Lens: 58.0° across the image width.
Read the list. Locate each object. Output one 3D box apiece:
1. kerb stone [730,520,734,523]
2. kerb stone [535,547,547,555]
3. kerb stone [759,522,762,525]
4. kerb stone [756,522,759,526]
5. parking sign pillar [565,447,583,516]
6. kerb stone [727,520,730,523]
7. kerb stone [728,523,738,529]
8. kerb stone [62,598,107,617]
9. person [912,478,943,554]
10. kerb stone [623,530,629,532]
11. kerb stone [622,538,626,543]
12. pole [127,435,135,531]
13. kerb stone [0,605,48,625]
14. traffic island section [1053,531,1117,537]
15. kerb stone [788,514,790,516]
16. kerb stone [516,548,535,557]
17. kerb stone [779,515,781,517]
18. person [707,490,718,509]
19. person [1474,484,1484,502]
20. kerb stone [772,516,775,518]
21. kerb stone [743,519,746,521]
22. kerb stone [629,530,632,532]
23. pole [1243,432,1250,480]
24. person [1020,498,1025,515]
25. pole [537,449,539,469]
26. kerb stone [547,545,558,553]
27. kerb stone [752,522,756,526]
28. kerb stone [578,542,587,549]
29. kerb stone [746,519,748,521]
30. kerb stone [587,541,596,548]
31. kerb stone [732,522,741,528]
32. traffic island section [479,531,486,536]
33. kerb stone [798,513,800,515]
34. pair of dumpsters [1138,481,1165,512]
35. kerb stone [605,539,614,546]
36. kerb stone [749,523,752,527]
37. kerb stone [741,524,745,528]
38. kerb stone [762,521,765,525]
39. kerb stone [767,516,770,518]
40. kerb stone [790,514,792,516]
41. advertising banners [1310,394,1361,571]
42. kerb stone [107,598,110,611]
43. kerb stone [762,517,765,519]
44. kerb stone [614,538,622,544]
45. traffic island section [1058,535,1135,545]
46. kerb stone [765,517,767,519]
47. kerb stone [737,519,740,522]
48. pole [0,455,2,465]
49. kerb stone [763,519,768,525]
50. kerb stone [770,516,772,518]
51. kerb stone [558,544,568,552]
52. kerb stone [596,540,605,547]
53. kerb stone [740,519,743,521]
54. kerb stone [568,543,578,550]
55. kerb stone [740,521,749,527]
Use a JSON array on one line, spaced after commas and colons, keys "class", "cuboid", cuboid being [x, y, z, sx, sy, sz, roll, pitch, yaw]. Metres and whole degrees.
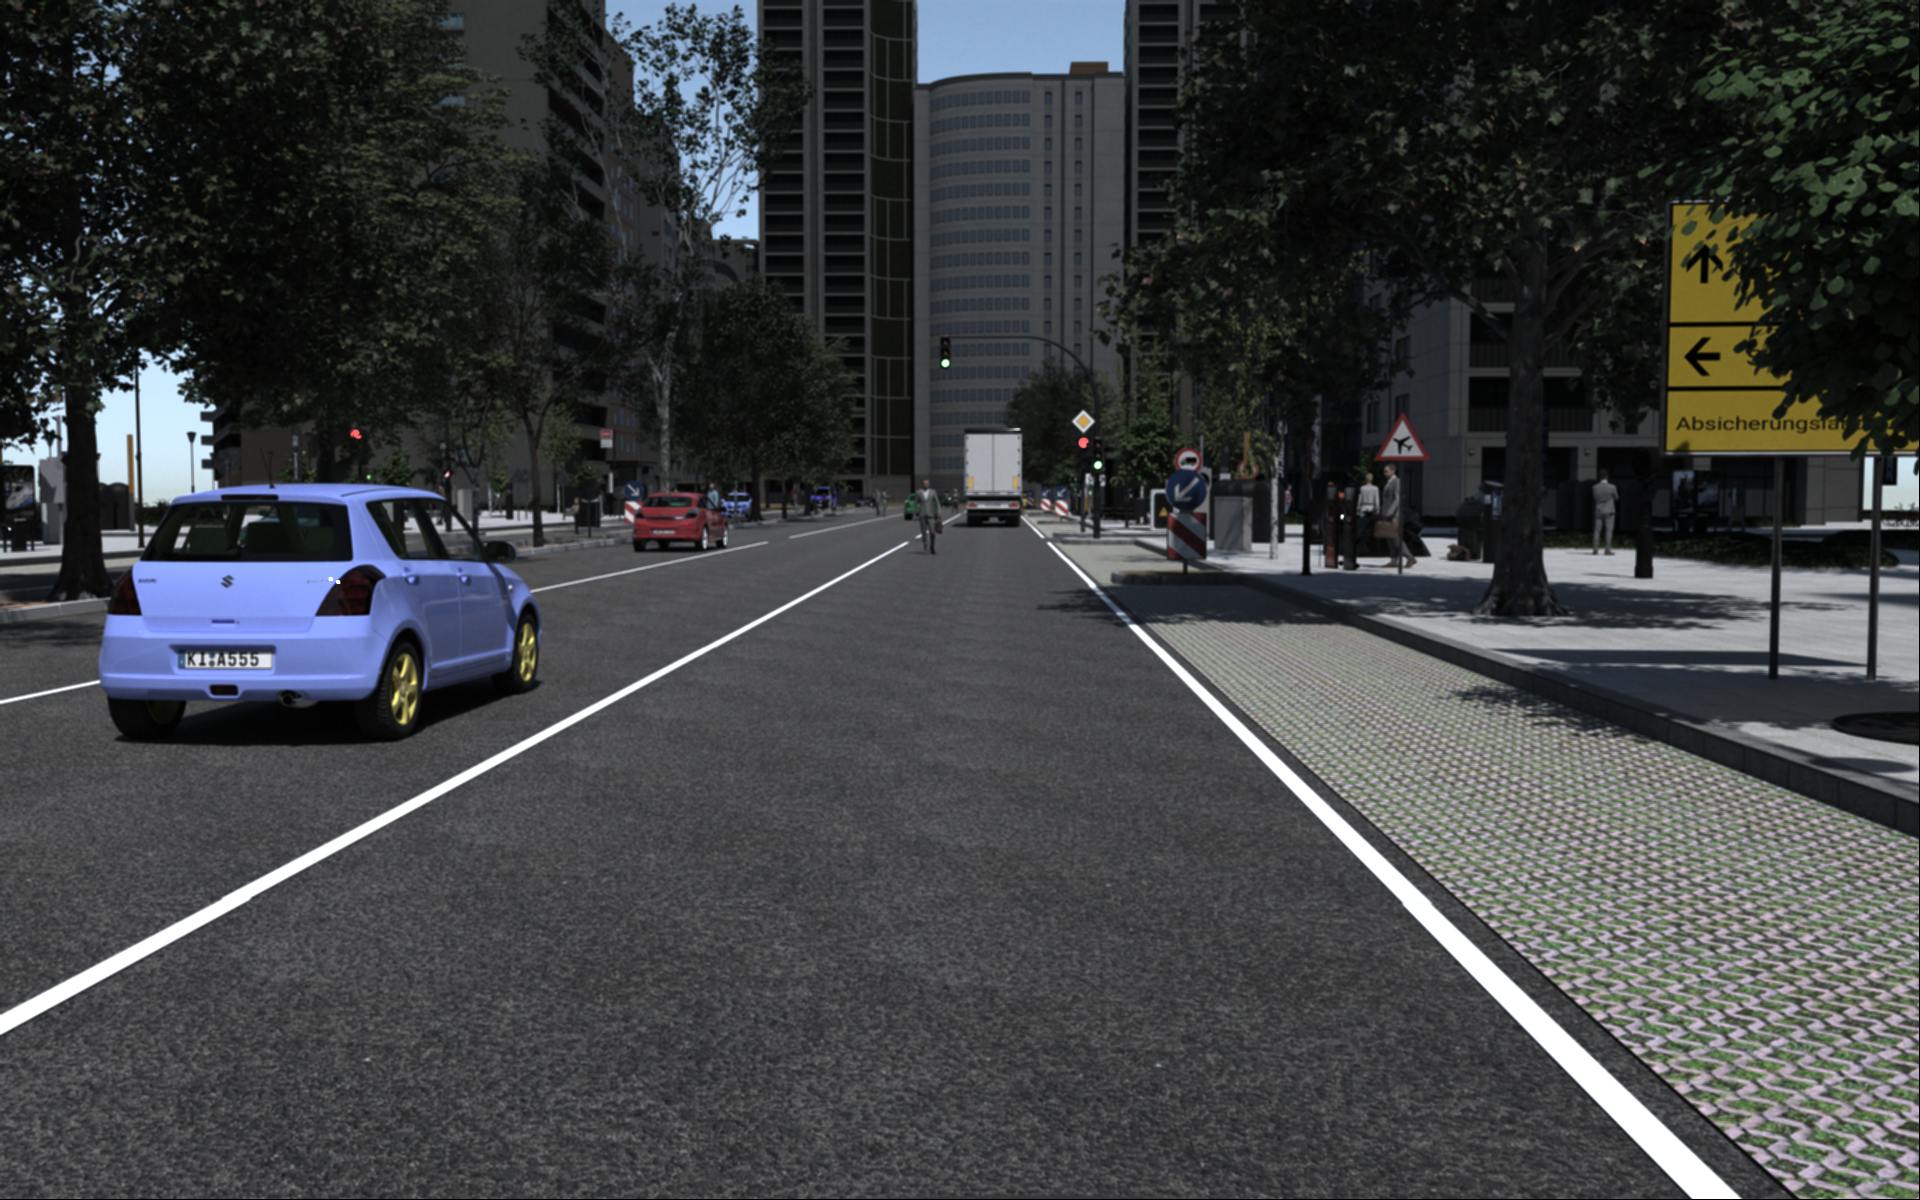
[{"class": "kerb stone", "cuboid": [-11.215, -3.822, 84.827, 0.120, 0.150, 1.000, 0, 4, 1]}, {"class": "kerb stone", "cuboid": [-10.077, -1.161, 41.212, 0.120, 0.150, 1.000, 0, 4, 1]}, {"class": "kerb stone", "cuboid": [-9.245, -3.451, 78.625, 0.120, 0.150, 1.000, 0, 4, 1]}, {"class": "kerb stone", "cuboid": [-9.263, -3.385, 77.602, 0.120, 0.150, 1.000, 0, 4, 1]}, {"class": "parking sign pillar", "cuboid": [-22.302, -6.855, 100.551, 1.447, 3.967, 1.447, 2, 4, 32]}, {"class": "kerb stone", "cuboid": [-11.255, -3.706, 82.782, 0.120, 0.150, 1.000, 0, 4, 1]}, {"class": "kerb stone", "cuboid": [-9.403, -3.009, 71.446, 0.120, 0.150, 1.000, 0, 4, 1]}, {"class": "kerb stone", "cuboid": [-10.543, 0.091, 20.702, 0.120, 0.150, 1.000, 0, 4, 1]}, {"class": "person", "cuboid": [-0.773, -1.997, 41.269, 0.709, 1.813, 0.853, 0, 4, -4]}, {"class": "kerb stone", "cuboid": [-11.754, -2.325, 60.212, 0.120, 0.150, 1.000, 0, 4, 1]}, {"class": "kerb stone", "cuboid": [-9.878, -1.727, 50.426, 0.120, 0.150, 1.000, 0, 4, 1]}, {"class": "pole", "cuboid": [-28.448, -4.012, 59.438, 0.158, 3.312, 0.155, 0, 3, 0]}, {"class": "kerb stone", "cuboid": [-10.564, 0.162, 19.680, 0.120, 0.150, 1.000, 0, 4, 1]}, {"class": "traffic island section", "cuboid": [4.122, -2.171, 57.778, 2.009, 0.180, 2.903, 0, 4, 1]}, {"class": "kerb stone", "cuboid": [-10.728, -5.148, 106.371, 0.120, 0.150, 1.000, 0, 4, 1]}, {"class": "kerb stone", "cuboid": [-10.109, -1.095, 40.186, 0.120, 0.150, 1.000, 0, 4, 1]}, {"class": "kerb stone", "cuboid": [-10.821, -4.897, 102.270, 0.120, 0.150, 1.000, 0, 4, 1]}, {"class": "person", "cuboid": [-14.029, -5.304, 95.444, 1.509, 1.804, 0.699, 2, 4, 28]}, {"class": "person", "cuboid": [16.581, -2.828, 55.227, 0.515, 1.767, 0.782, -1, 4, -10]}, {"class": "kerb stone", "cuboid": [-10.889, -4.709, 99.187, 0.120, 0.150, 1.000, 0, 4, 1]}, {"class": "kerb stone", "cuboid": [-11.136, -4.019, 87.912, 0.120, 0.150, 1.000, 0, 4, 1]}, {"class": "kerb stone", "cuboid": [-11.738, -2.388, 61.239, 0.120, 0.150, 1.000, 0, 4, 1]}, {"class": "pole", "cuboid": [9.409, -3.856, 56.881, 0.158, 3.312, 0.155, 0, 3, 0]}, {"class": "person", "cuboid": [2.899, -4.805, 87.546, 0.782, 1.767, 0.515, -1, 4, -18]}, {"class": "pole", "cuboid": [-18.651, -5.040, 76.251, 0.158, 3.312, 0.155, 0, 3, 0]}, {"class": "kerb stone", "cuboid": [-10.057, -1.225, 42.234, 0.120, 0.150, 1.000, 0, 4, 1]}, {"class": "kerb stone", "cuboid": [-9.283, -3.316, 76.580, 0.120, 0.150, 1.000, 0, 4, 1]}, {"class": "kerb stone", "cuboid": [-9.996, -1.414, 45.310, 0.120, 0.150, 1.000, 0, 4, 1]}, {"class": "kerb stone", "cuboid": [-11.117, -4.082, 88.934, 0.120, 0.150, 1.000, 0, 4, 1]}, {"class": "kerb stone", "cuboid": [-9.970, -1.477, 46.339, 0.120, 0.150, 1.000, 0, 4, 1]}, {"class": "kerb stone", "cuboid": [-9.383, -3.075, 72.472, 0.120, 0.150, 1.000, 0, 4, 1]}, {"class": "traffic island section", "cuboid": [-17.214, -2.200, 58.257, 2.009, 0.180, 2.903, 0, 4, 1]}, {"class": "kerb stone", "cuboid": [-10.611, -5.459, 111.502, 0.120, 0.150, 1.000, 0, 4, 1]}, {"class": "pair of dumpsters", "cuboid": [9.874, -5.403, 90.832, 1.574, 2.255, 4.437, 0, 4, 1]}, {"class": "kerb stone", "cuboid": [-9.922, -1.601, 48.382, 0.120, 0.150, 1.000, 0, 4, 1]}, {"class": "kerb stone", "cuboid": [-9.321, -3.263, 75.550, 0.120, 0.150, 1.000, 0, 4, 1]}, {"class": "kerb stone", "cuboid": [-9.361, -3.138, 73.494, 0.120, 0.150, 1.000, 0, 4, 1]}, {"class": "kerb stone", "cuboid": [-9.222, -3.510, 79.650, 0.120, 0.150, 1.000, 0, 4, 1]}, {"class": "kerb stone", "cuboid": [-10.928, -4.584, 97.142, 0.120, 0.150, 1.000, 0, 4, 1]}, {"class": "kerb stone", "cuboid": [-10.699, -5.211, 107.400, 0.120, 0.150, 1.000, 0, 4, 1]}, {"class": "advertising banners", "cuboid": [6.437, -2.061, 29.882, 0.090, 3.025, 2.074, -1, 4, -12]}, {"class": "kerb stone", "cuboid": [-10.519, 0.036, 21.724, 0.120, 0.150, 1.000, 0, 4, 1]}, {"class": "kerb stone", "cuboid": [-10.985, -4.457, 95.098, 0.120, 0.150, 1.000, 0, 4, 1]}, {"class": "kerb stone", "cuboid": [-9.893, -1.664, 49.404, 0.120, 0.150, 1.000, 0, 4, 1]}, {"class": "traffic island section", "cuboid": [3.944, -1.683, 49.795, 2.009, 0.180, 2.903, 0, 4, 1]}, {"class": "kerb stone", "cuboid": [-10.965, -4.521, 96.120, 0.120, 0.150, 1.000, 0, 4, 1]}, {"class": "kerb stone", "cuboid": [-11.184, -3.894, 85.856, 0.120, 0.150, 1.000, 0, 4, 1]}, {"class": "pole", "cuboid": [-27.492, -3.407, 49.544, 0.158, 3.312, 0.155, 0, 3, 0]}, {"class": "kerb stone", "cuboid": [-9.205, -3.576, 80.672, 0.120, 0.150, 1.000, 0, 4, 1]}, {"class": "kerb stone", "cuboid": [-10.913, -4.646, 98.165, 0.120, 0.150, 1.000, 0, 4, 1]}, {"class": "kerb stone", "cuboid": [-10.037, -1.284, 43.256, 0.120, 0.150, 1.000, 0, 4, 1]}, {"class": "kerb stone", "cuboid": [-9.954, -1.539, 47.361, 0.120, 0.150, 1.000, 0, 4, 1]}, {"class": "kerb stone", "cuboid": [-11.166, -3.956, 86.878, 0.120, 0.150, 1.000, 0, 4, 1]}, {"class": "kerb stone", "cuboid": [-10.012, -1.351, 44.279, 0.120, 0.150, 1.000, 0, 4, 1]}, {"class": "kerb stone", "cuboid": [-9.339, -3.201, 74.528, 0.120, 0.150, 1.000, 0, 4, 1]}]
